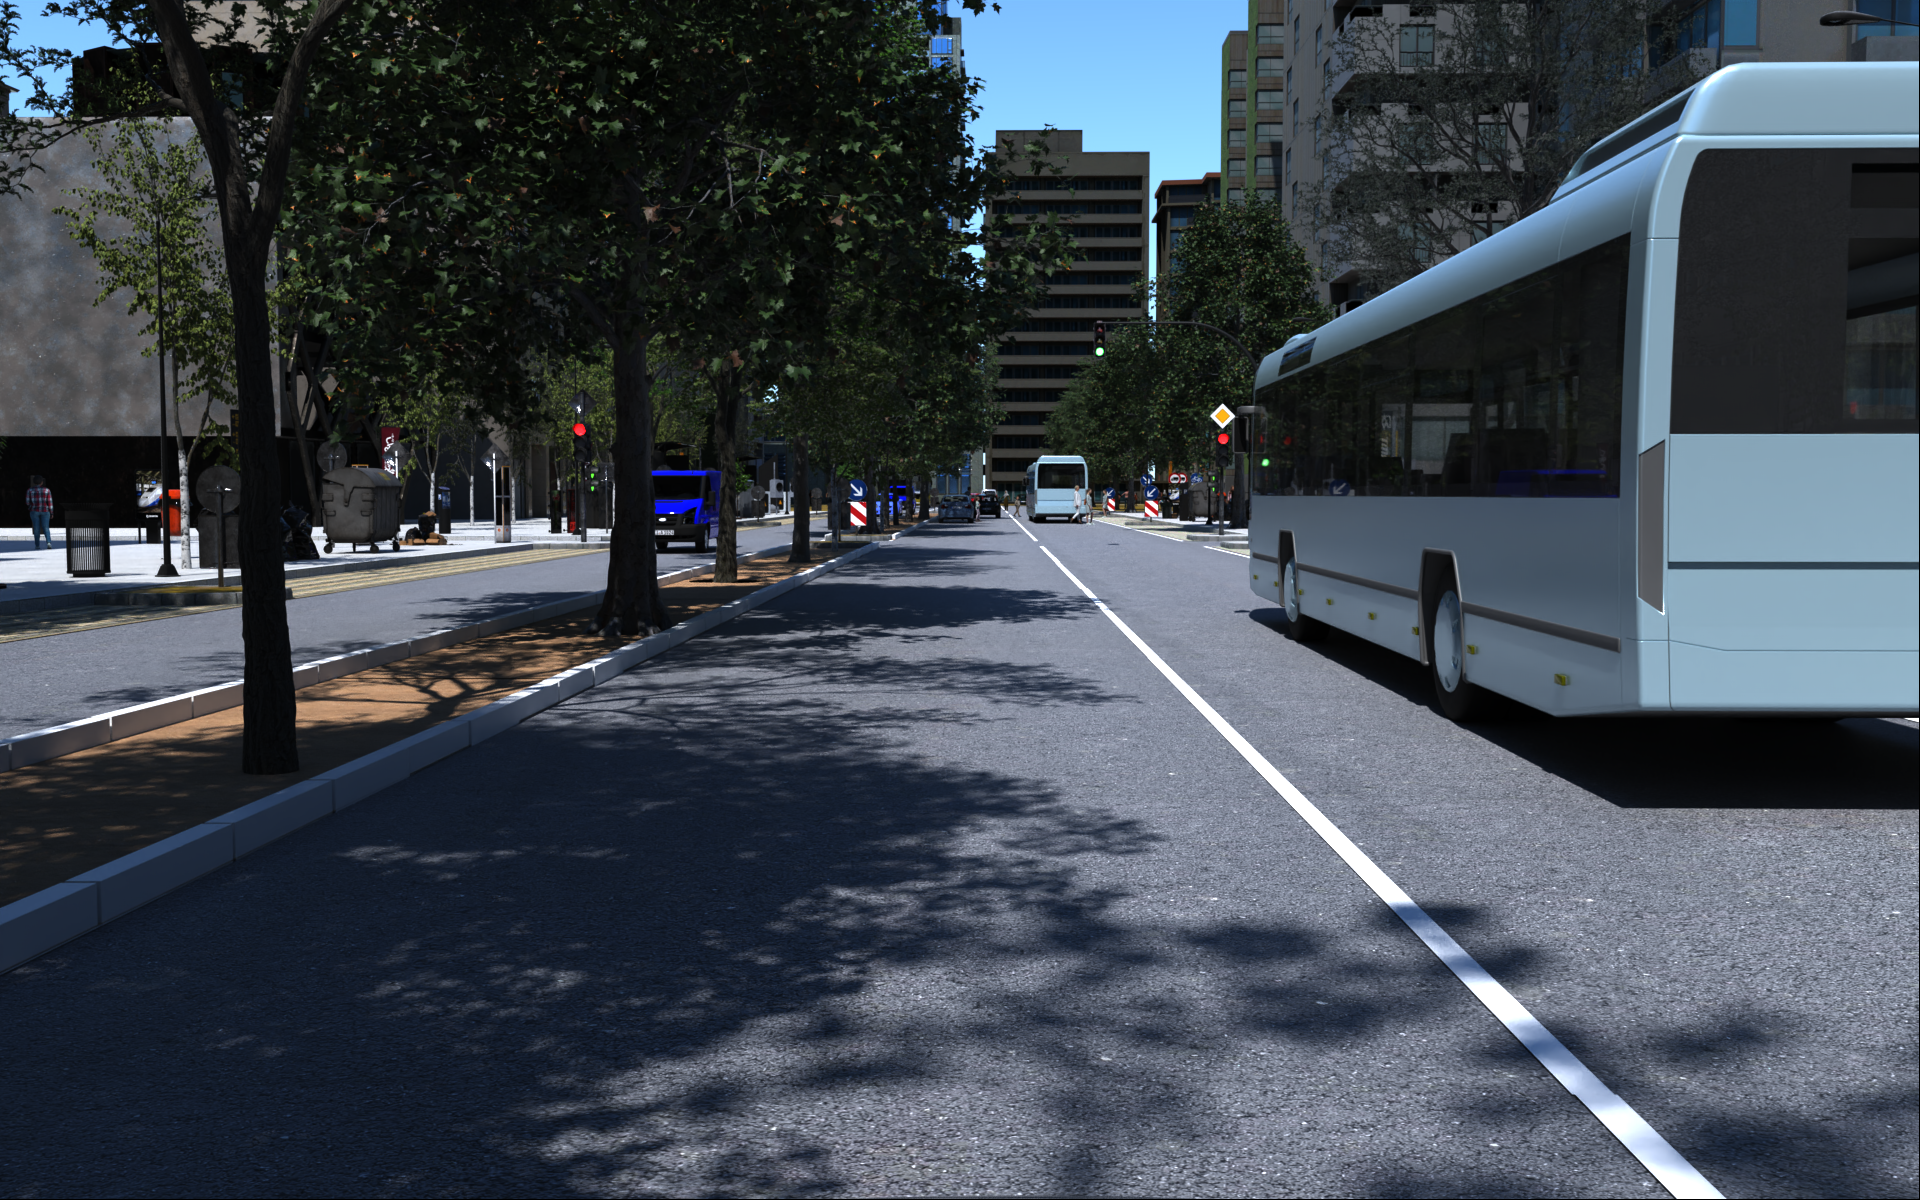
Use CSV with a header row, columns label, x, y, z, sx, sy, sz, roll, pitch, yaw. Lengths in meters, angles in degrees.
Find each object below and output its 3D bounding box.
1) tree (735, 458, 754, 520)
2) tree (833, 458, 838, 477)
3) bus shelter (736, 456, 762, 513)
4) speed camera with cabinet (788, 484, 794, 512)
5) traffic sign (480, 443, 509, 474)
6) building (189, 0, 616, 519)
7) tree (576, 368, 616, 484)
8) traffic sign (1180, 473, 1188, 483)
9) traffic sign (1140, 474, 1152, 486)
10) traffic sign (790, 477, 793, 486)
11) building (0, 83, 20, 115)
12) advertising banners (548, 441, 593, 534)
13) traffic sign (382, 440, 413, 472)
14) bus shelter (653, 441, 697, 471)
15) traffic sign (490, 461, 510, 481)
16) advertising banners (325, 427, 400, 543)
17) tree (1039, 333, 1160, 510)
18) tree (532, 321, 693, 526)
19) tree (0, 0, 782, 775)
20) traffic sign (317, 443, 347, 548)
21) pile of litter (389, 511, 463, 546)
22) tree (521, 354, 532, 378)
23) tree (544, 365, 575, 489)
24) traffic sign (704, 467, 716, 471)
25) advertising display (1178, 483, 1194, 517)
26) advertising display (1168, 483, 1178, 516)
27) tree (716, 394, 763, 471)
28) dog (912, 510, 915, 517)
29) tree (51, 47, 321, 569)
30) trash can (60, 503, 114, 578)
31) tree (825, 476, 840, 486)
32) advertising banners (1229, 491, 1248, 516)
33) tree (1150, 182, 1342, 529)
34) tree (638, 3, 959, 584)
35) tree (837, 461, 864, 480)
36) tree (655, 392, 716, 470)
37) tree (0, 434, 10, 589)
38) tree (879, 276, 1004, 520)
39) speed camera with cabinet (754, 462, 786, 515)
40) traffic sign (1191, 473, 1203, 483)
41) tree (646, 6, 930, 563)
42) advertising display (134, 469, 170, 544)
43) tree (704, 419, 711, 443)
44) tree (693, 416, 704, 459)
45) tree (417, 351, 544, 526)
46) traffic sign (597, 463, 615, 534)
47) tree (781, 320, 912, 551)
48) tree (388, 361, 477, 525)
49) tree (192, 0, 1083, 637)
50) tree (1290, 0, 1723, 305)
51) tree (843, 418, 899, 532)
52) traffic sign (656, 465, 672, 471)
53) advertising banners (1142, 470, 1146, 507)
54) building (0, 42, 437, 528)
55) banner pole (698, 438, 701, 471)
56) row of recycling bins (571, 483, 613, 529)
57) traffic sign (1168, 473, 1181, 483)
label,x,y,z,sx,sy,sz,roll,pitch,yaw
tree,-11.698,-5.903,91.109,1.663,3.219,1.824,0,3,0
tree,-9.091,-21.040,199.891,12.611,20.169,13.585,0,3,0
bus shelter,-13.663,-7.183,108.732,1.731,3.624,6.357,0,4,1
speed camera with cabinet,-12.588,-8.122,127.124,2.038,3.252,0.660,3,4,36
traffic sign,-12.020,-2.752,44.724,0.795,2.593,0.064,1,4,10
building,-32.068,-18.304,103.779,19.350,26.468,34.151,0,4,1
tree,-18.965,-8.356,86.977,4.360,8.622,3.978,0,3,0
traffic sign,13.123,-6.280,102.779,0.768,2.556,0.104,0,4,3
traffic sign,11.939,-6.784,111.029,0.768,2.556,0.104,0,4,5
traffic sign,-11.878,-7.631,124.865,0.768,2.556,0.104,0,4,3
building,-49.367,-13.491,69.736,18.267,20.994,9.793,0,4,1
advertising banners,-12.741,-3.707,56.802,0.090,3.025,2.074,2,4,31
traffic sign,-13.744,-2.603,42.289,0.795,2.593,0.064,0,4,8
bus shelter,-13.527,-5.425,79.982,1.731,3.624,6.357,0,4,1
traffic sign,-14.075,-3.114,53.051,0.606,2.300,0.079,0,4,2
advertising banners,-15.562,-2.995,45.153,2.074,3.025,0.090,0,4,6
tree,12.441,-14.122,137.544,9.857,13.997,8.962,0,3,0
tree,-12.499,-6.828,61.994,4.737,8.622,4.395,0,3,0
tree,-3.515,-4.408,8.934,8.767,10.594,7.601,0,4,1
traffic sign,-14.987,-2.521,41.323,0.768,2.556,0.104,1,4,8
pile of litter,-13.430,-1.809,43.535,1.719,0.858,1.176,1,4,14
tree,-18.672,-8.014,81.390,4.737,8.622,4.395,0,3,0
tree,-19.383,-7.681,75.942,4.360,8.622,3.978,0,3,0
traffic sign,-11.964,-5.060,82.831,0.768,2.556,0.104,0,4,5
advertising display,12.837,-5.613,96.988,0.974,1.923,0.123,1,4,16
advertising display,12.474,-5.796,99.984,0.974,1.923,0.123,2,4,30
tree,-16.428,-10.809,127.089,4.360,8.622,3.978,0,3,0
dog,-2.882,-5.214,104.530,0.540,0.507,0.406,2,4,27
tree,-13.039,-4.840,29.490,4.737,8.622,4.395,0,3,0
trash can,-13.490,-0.926,26.791,0.748,1.137,0.748,0,3,0
tree,-10.925,-9.646,152.313,1.663,3.219,1.824,0,3,0
advertising banners,12.085,-4.575,70.992,2.074,3.025,0.090,0,4,5
tree,10.381,-9.011,64.331,9.611,12.733,9.660,0,3,0
tree,-3.664,-6.069,27.448,9.928,11.665,9.643,0,3,0
tree,-10.516,-10.989,163.379,4.285,4.588,4.351,0,3,0
tree,-18.444,-9.983,113.591,4.360,8.622,3.978,0,3,0
tree,-13.453,-1.763,23.433,1.663,3.219,1.824,0,3,0
tree,-2.039,-11.486,96.914,9.857,13.997,8.962,0,3,0
speed camera with cabinet,-11.836,-6.885,106.912,0.660,3.252,2.038,3,5,42
traffic sign,14.169,-6.342,103.805,0.768,2.556,0.104,0,4,4
tree,-3.423,-7.072,36.207,7.486,12.596,7.792,0,3,0
advertising display,-20.781,-2.408,44.585,0.974,1.923,0.123,1,4,15
tree,-19.321,-10.270,118.280,4.737,8.622,4.395,0,3,0
tree,-18.355,-9.342,103.108,4.737,8.622,4.395,0,3,0
tree,-19.763,-7.266,69.168,4.360,8.622,3.978,0,3,0
traffic sign,-11.467,-3.308,56.213,0.606,2.300,0.079,0,4,5
tree,-3.069,-5.486,42.522,4.737,8.622,4.395,0,3,0
tree,-18.406,-6.703,59.954,4.737,8.622,4.395,0,3,0
tree,-3.356,-6.000,17.558,9.611,12.733,9.660,0,3,0
tree,11.045,-7.597,34.582,12.009,13.543,11.850,0,3,0
tree,-2.956,-6.884,65.373,4.360,8.622,3.978,0,3,0
traffic sign,-12.920,-4.618,75.616,0.768,2.556,0.104,0,4,4
advertising banners,13.779,-8.042,127.676,0.090,3.025,2.074,2,4,27
building,-31.357,-12.571,72.980,16.820,18.784,16.811,0,4,1
banner pole,-11.626,-5.357,77.611,0.401,3.779,0.863,-1,4,-13
row of recycling bins,-13.732,-3.550,65.152,1.069,1.692,3.534,-2,4,-34
traffic sign,12.689,-6.254,102.366,0.768,2.556,0.104,1,4,9
